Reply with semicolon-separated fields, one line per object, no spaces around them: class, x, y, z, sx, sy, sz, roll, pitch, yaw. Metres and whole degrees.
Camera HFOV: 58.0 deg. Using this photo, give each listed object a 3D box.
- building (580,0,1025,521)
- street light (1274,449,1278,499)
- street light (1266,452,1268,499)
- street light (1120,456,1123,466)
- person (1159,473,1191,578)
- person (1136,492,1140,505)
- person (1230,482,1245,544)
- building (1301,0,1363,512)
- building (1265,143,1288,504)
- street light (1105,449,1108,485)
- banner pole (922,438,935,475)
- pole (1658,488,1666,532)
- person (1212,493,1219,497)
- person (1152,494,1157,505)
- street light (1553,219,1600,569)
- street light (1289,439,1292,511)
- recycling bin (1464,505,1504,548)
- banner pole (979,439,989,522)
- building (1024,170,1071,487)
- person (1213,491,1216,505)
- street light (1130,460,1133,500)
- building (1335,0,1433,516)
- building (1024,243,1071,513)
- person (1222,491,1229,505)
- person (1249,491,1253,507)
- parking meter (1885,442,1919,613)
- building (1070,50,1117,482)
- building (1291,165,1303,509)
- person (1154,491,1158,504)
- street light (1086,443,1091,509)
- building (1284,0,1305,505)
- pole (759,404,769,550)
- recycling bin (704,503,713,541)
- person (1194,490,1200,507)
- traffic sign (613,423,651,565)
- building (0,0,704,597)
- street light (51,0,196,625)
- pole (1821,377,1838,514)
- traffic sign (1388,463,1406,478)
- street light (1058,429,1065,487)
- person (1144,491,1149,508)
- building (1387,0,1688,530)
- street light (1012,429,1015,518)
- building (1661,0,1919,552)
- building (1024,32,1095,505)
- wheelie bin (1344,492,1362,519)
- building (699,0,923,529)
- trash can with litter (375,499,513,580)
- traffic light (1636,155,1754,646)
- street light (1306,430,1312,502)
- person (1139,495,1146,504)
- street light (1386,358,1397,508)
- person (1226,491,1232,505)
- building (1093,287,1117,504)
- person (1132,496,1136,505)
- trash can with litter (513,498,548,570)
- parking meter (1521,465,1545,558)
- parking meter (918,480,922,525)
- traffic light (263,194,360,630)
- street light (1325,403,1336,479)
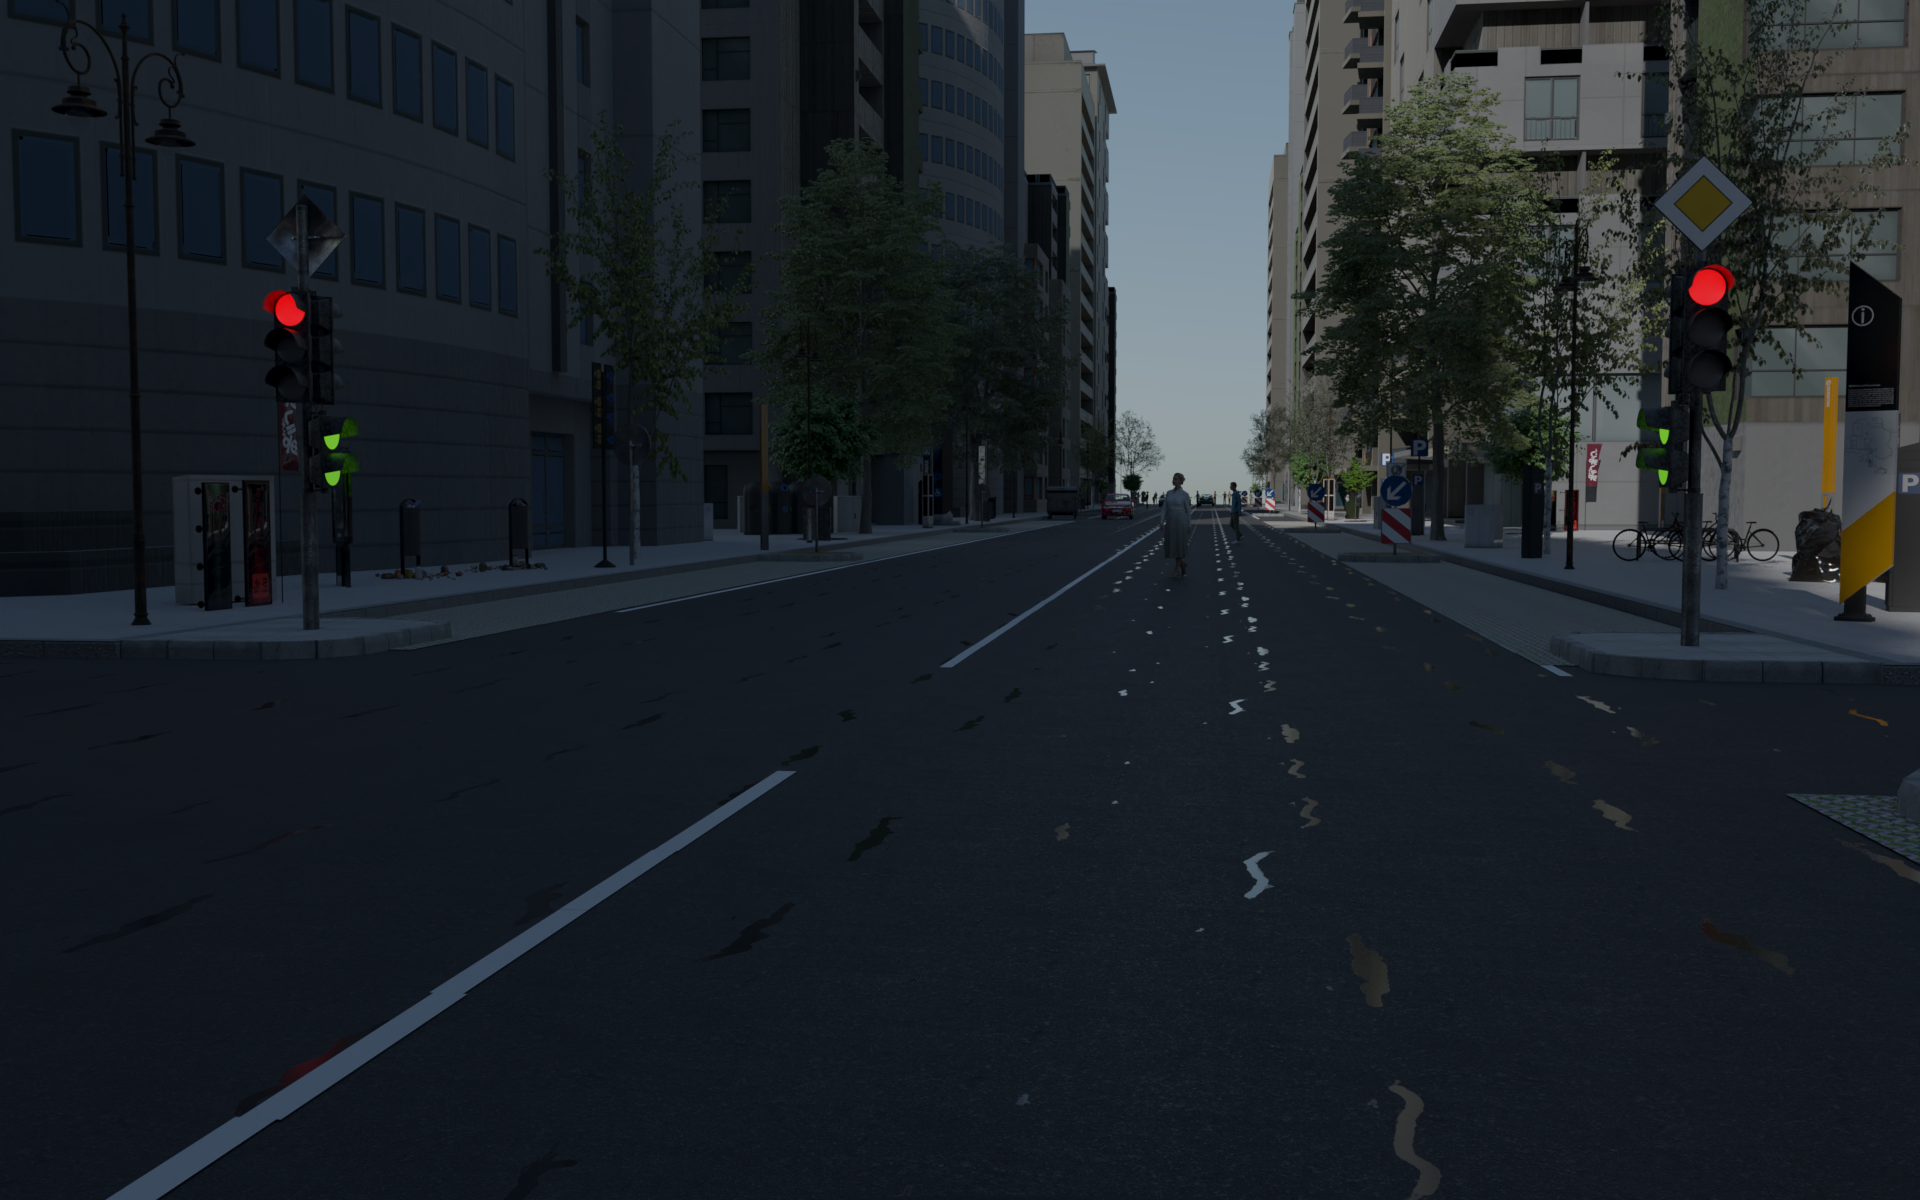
building;-7.957;-34.507;106.194;21.231;58.520;28.212;1;4;8
street light;29.815;-11.698;164.052;0.468;5.910;1.993;1;4;8
street light;33.043;-13.063;186.371;0.468;5.910;1.993;1;4;8
street light;18.960;-14.140;203.982;0.468;5.910;1.993;1;4;8
person;3.738;-1.282;29.690;0.478;1.798;0.641;3;5;42
person;22.554;-12.832;218.976;0.621;1.740;0.551;-1;4;-23
person;7.997;-2.517;49.992;0.444;1.785;0.601;1;4;9
building;38.017;-31.247;134.593;21.300;48.544;21.600;1;4;8
building;52.544;-37.303;233.599;21.300;48.544;21.600;1;4;8
street light;14.758;-12.371;175.059;0.468;5.910;1.993;1;4;8
banner pole;-1.361;-5.305;76.753;0.863;3.779;0.401;-3;5;-42
pole;23.915;-3.982;58.944;0.158;3.312;0.155;0;3;0
person;36.219;-14.474;245.824;1.217;1.739;0.721;1;4;20
person;25.631;-13.221;227.901;0.697;1.427;0.421;1;4;16
street light;10.402;-3.462;29.386;0.468;5.910;1.993;1;4;8
street light;25.729;-9.925;135.068;0.468;5.910;1.993;1;4;8
recycling bin;12.509;-1.761;41.346;0.722;1.027;0.722;3;4;36
banner pole;1.097;-5.430;78.795;0.401;3.779;0.863;-3;4;-37
building;2.383;-23.534;156.484;14.160;30.474;14.107;1;4;8
person;32.934;-13.174;223.862;0.705;1.831;1.348;0;4;0
street light;23.100;-15.926;233.169;0.468;5.910;1.993;1;4;8
building;35.754;-27.813;109.359;22.147;44.769;28.867;1;4;8
building;-6.286;-17.788;135.880;27.650;21.520;28.899;1;4;8
person;34.056;-13.114;222.924;1.348;1.822;0.705;3;4;37
person;32.023;-11.133;190.528;0.705;1.824;1.348;0;4;-1
parking meter;10.288;-0.804;18.851;0.399;1.863;0.255;1;4;20
building;4.162;-38.135;212.741;28.713;52.752;27.495;1;4;8
building;36.874;-23.340;153.314;14.160;30.474;14.107;1;4;8
person;28.133;-14.680;248.390;0.709;1.838;0.599;2;4;28
street light;11.093;-10.853;150.236;0.468;5.910;1.993;1;4;8
building;49.876;-40.709;207.598;21.231;58.520;28.212;1;4;8
pole;-4.470;-2.793;39.515;0.158;3.312;0.155;0;3;0
recycling bin;-7.249;-2.139;47.522;0.722;1.027;0.722;-3;4;-38
person;25.884;-11.037;188.939;0.705;1.826;1.348;2;4;35
traffic sign;-5.915;-1.898;31.142;0.768;2.556;0.104;1;4;17
building;-19.262;-29.998;32.463;21.231;58.520;28.212;1;4;8
street light;-8.032;-2.693;16.812;0.468;5.910;1.993;1;4;8
pole;15.233;-2.234;30.362;0.158;3.312;0.155;0;3;0
traffic sign;14.189;-3.316;56.349;0.606;2.300;0.079;1;4;9
street light;7.053;-9.081;121.263;0.468;5.910;1.993;1;4;8
person;19.153;-10.315;177.979;0.721;1.723;1.217;2;4;23
building;33.035;-29.524;71.953;28.713;52.752;27.495;1;4;8
street light;2.877;-7.327;92.590;0.468;5.910;1.993;1;4;8
building;25.436;-16.629;43.590;14.160;30.474;14.107;1;4;8
building;3.202;-34.507;187.890;21.300;48.544;21.600;1;4;8
wheelie bin;20.105;-4.931;88.526;0.693;1.594;0.980;3;5;40
building;-9.530;-18.179;68.927;14.160;30.474;14.107;1;4;8
trash can with litter;-8.226;-0.964;26.814;1.678;1.210;2.233;1;4;10
traffic light;6.156;-1.567;14.539;0.839;4.253;0.868;1;4;8
street light;21.410;-8.142;105.911;0.468;5.910;1.993;1;4;8
person;23.961;-13.323;226.428;1.348;1.812;0.705;2;4;35
street light;14.538;-5.237;58.415;0.468;5.910;1.993;1;4;8
person;36.889;-13.985;237.245;0.705;1.812;1.348;-2;4;-34
building;13.645;-28.216;233.033;14.160;30.474;14.107;1;4;8
person;20.474;-11.905;203.818;0.551;1.740;0.621;-3;4;-38
trash can with litter;-7.809;-1.124;29.434;1.678;1.210;2.233;1;4;18
parking meter;11.451;-1.768;34.614;0.399;1.863;0.255;-2;4;-29
parking meter;-1.593;-4.094;72.646;0.255;1.863;0.399;-1;4;-15
traffic light;-6.130;-1.674;16.291;0.839;4.253;0.868;1;4;8
street light;18.727;-7.030;87.727;0.468;5.910;1.993;1;4;8
